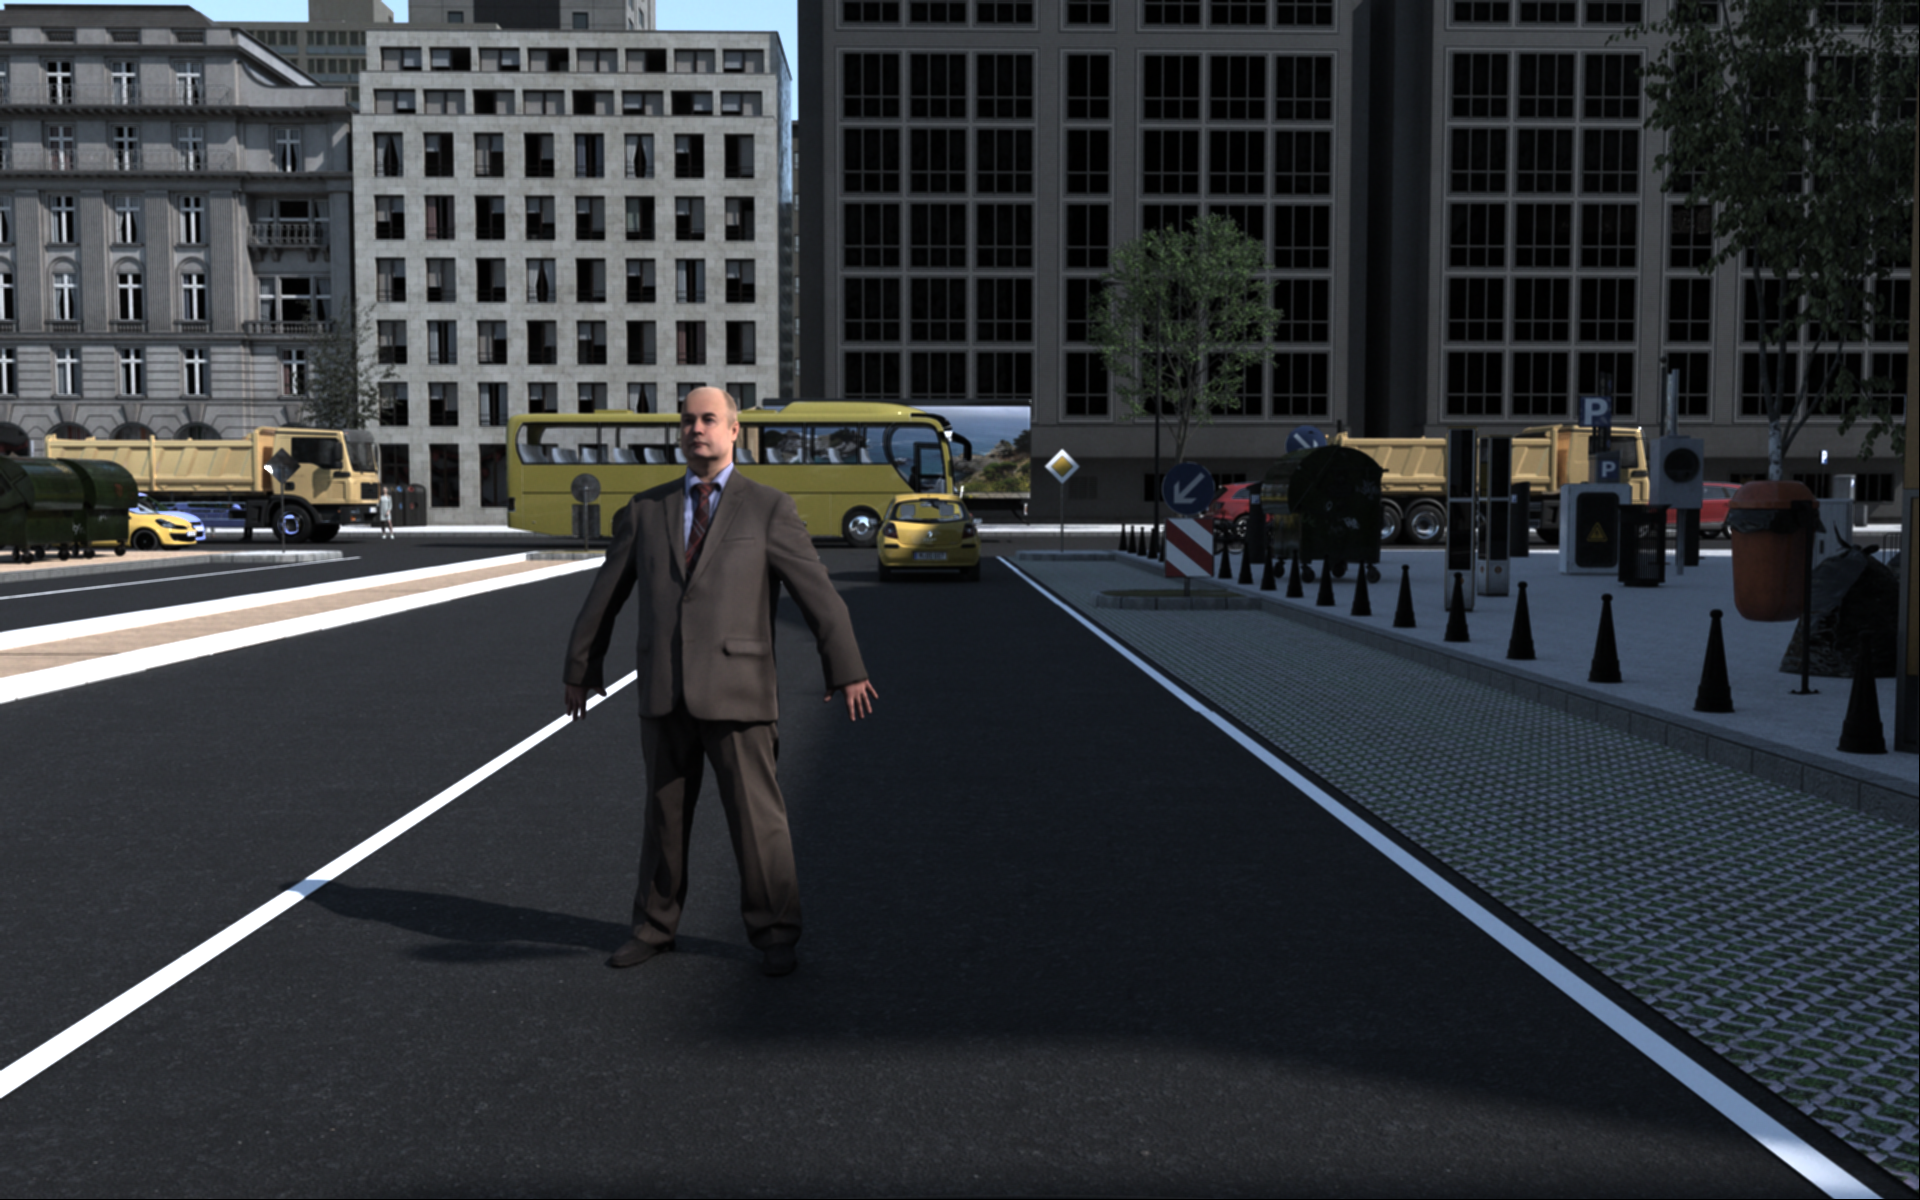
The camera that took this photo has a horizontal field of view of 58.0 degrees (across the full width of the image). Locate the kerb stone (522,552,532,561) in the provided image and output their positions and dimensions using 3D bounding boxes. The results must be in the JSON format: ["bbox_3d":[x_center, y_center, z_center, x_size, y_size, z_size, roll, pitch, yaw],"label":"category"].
[{"bbox_3d":[-9.393,-0.913,37.126,0.120,0.150,1.000,0,4,-1],"label":"kerb stone"}]

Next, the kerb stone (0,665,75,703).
[{"bbox_3d":[-6.644,0.594,12.566,0.120,0.150,1.000,0,4,-1],"label":"kerb stone"}]

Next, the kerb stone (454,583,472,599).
[{"bbox_3d":[-6.949,-0.101,23.887,0.120,0.150,1.000,0,4,-1],"label":"kerb stone"}]

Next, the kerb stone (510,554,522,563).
[{"bbox_3d":[-9.359,-0.850,36.094,0.120,0.150,1.000,0,4,-1],"label":"kerb stone"}]

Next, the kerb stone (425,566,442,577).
[{"bbox_3d":[-9.203,-0.474,29.938,0.120,0.150,1.000,0,4,-1],"label":"kerb stone"}]

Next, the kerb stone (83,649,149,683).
[{"bbox_3d":[-6.671,0.527,13.590,0.120,0.150,1.000,0,4,-1],"label":"kerb stone"}]

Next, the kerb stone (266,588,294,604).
[{"bbox_3d":[-9.012,-0.030,22.735,0.120,0.150,1.000,0,4,-1],"label":"kerb stone"}]

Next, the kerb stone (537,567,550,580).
[{"bbox_3d":[-7.073,-0.417,29.013,0.120,0.150,1.000,0,4,-1],"label":"kerb stone"}]

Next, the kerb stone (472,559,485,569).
[{"bbox_3d":[-9.287,-0.662,33.022,0.120,0.150,1.000,0,4,-1],"label":"kerb stone"}]

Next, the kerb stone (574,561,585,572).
[{"bbox_3d":[-7.157,-0.605,32.085,0.120,0.150,1.000,0,4,-1],"label":"kerb stone"}]

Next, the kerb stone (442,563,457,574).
[{"bbox_3d":[-9.229,-0.533,30.962,0.120,0.150,1.000,0,4,-1],"label":"kerb stone"}]

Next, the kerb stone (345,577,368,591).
[{"bbox_3d":[-9.092,-0.222,25.822,0.120,0.150,1.000,0,4,-1],"label":"kerb stone"}]

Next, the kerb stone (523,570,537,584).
[{"bbox_3d":[-7.048,-0.351,27.989,0.120,0.150,1.000,0,4,-1],"label":"kerb stone"}]

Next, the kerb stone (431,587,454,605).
[{"bbox_3d":[-6.912,-0.041,22.860,0.120,0.150,1.000,0,4,-1],"label":"kerb stone"}]

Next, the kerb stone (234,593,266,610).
[{"bbox_3d":[-8.982,0.030,21.710,0.120,0.150,1.000,0,4,-1],"label":"kerb stone"}]

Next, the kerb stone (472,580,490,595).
[{"bbox_3d":[-6.977,-0.165,24.911,0.120,0.150,1.000,0,4,-1],"label":"kerb stone"}]

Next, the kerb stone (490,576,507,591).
[{"bbox_3d":[-6.998,-0.229,25.935,0.120,0.150,1.000,0,4,-1],"label":"kerb stone"}]

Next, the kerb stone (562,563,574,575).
[{"bbox_3d":[-7.126,-0.540,31.062,0.120,0.150,1.000,0,4,-1],"label":"kerb stone"}]

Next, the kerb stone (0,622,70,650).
[{"bbox_3d":[-8.850,0.344,16.569,0.120,0.150,1.000,0,4,-1],"label":"kerb stone"}]

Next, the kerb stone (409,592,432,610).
[{"bbox_3d":[-6.886,0.022,21.829,0.120,0.150,1.000,0,4,-1],"label":"kerb stone"}]

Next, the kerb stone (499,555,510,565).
[{"bbox_3d":[-9.332,-0.787,35.070,0.120,0.150,1.000,0,4,-1],"label":"kerb stone"}]

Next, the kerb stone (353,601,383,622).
[{"bbox_3d":[-6.827,0.148,19.775,0.120,0.150,1.000,0,4,-1],"label":"kerb stone"}]

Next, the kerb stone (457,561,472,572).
[{"bbox_3d":[-9.251,-0.599,31.989,0.120,0.150,1.000,0,4,-1],"label":"kerb stone"}]

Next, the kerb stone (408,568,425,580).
[{"bbox_3d":[-9.170,-0.410,28.905,0.120,0.150,1.000,0,4,-1],"label":"kerb stone"}]

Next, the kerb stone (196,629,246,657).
[{"bbox_3d":[-6.733,0.400,15.652,0.120,0.150,1.000,0,4,-1],"label":"kerb stone"}]

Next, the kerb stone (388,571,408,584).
[{"bbox_3d":[-9.141,-0.347,27.875,0.120,0.150,1.000,0,4,-1],"label":"kerb stone"}]

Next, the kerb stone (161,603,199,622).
[{"bbox_3d":[-8.930,0.159,19.650,0.120,0.150,1.000,0,4,-1],"label":"kerb stone"}]

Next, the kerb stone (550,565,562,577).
[{"bbox_3d":[-7.105,-0.480,30.037,0.120,0.150,1.000,0,4,-1],"label":"kerb stone"}]

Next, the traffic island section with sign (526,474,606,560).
[{"bbox_3d":[-8.361,-1.836,38.160,2.006,1.907,1.989,0,4,-1],"label":"traffic island section with sign"}]

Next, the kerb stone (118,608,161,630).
[{"bbox_3d":[-8.905,0.218,18.626,0.120,0.150,1.000,0,4,-1],"label":"kerb stone"}]

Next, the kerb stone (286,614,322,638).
[{"bbox_3d":[-6.778,0.274,17.708,0.120,0.150,1.000,0,4,-1],"label":"kerb stone"}]

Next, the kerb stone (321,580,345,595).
[{"bbox_3d":[-9.066,-0.159,24.793,0.120,0.150,1.000,0,4,-1],"label":"kerb stone"}]

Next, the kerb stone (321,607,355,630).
[{"bbox_3d":[-6.801,0.211,18.740,0.120,0.150,1.000,0,4,-1],"label":"kerb stone"}]

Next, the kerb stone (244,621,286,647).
[{"bbox_3d":[-6.760,0.337,16.683,0.120,0.150,1.000,0,4,-1],"label":"kerb stone"}]

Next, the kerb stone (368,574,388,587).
[{"bbox_3d":[-9.119,-0.284,26.846,0.120,0.150,1.000,0,4,-1],"label":"kerb stone"}]

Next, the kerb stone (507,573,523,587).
[{"bbox_3d":[-7.017,-0.292,26.964,0.120,0.150,1.000,0,4,-1],"label":"kerb stone"}]

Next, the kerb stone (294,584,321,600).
[{"bbox_3d":[-9.040,-0.092,23.770,0.120,0.150,1.000,0,4,-1],"label":"kerb stone"}]

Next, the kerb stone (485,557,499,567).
[{"bbox_3d":[-9.302,-0.725,34.046,0.120,0.150,1.000,0,4,-1],"label":"kerb stone"}]

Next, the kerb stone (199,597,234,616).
[{"bbox_3d":[-8.957,0.096,20.683,0.120,0.150,1.000,0,4,-1],"label":"kerb stone"}]

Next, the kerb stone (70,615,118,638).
[{"bbox_3d":[-8.876,0.281,17.602,0.120,0.150,1.000,0,4,-1],"label":"kerb stone"}]

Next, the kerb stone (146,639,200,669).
[{"bbox_3d":[-6.704,0.464,14.614,0.120,0.150,1.000,0,4,-1],"label":"kerb stone"}]

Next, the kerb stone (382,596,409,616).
[{"bbox_3d":[-6.856,0.085,20.805,0.120,0.150,1.000,0,4,-1],"label":"kerb stone"}]
